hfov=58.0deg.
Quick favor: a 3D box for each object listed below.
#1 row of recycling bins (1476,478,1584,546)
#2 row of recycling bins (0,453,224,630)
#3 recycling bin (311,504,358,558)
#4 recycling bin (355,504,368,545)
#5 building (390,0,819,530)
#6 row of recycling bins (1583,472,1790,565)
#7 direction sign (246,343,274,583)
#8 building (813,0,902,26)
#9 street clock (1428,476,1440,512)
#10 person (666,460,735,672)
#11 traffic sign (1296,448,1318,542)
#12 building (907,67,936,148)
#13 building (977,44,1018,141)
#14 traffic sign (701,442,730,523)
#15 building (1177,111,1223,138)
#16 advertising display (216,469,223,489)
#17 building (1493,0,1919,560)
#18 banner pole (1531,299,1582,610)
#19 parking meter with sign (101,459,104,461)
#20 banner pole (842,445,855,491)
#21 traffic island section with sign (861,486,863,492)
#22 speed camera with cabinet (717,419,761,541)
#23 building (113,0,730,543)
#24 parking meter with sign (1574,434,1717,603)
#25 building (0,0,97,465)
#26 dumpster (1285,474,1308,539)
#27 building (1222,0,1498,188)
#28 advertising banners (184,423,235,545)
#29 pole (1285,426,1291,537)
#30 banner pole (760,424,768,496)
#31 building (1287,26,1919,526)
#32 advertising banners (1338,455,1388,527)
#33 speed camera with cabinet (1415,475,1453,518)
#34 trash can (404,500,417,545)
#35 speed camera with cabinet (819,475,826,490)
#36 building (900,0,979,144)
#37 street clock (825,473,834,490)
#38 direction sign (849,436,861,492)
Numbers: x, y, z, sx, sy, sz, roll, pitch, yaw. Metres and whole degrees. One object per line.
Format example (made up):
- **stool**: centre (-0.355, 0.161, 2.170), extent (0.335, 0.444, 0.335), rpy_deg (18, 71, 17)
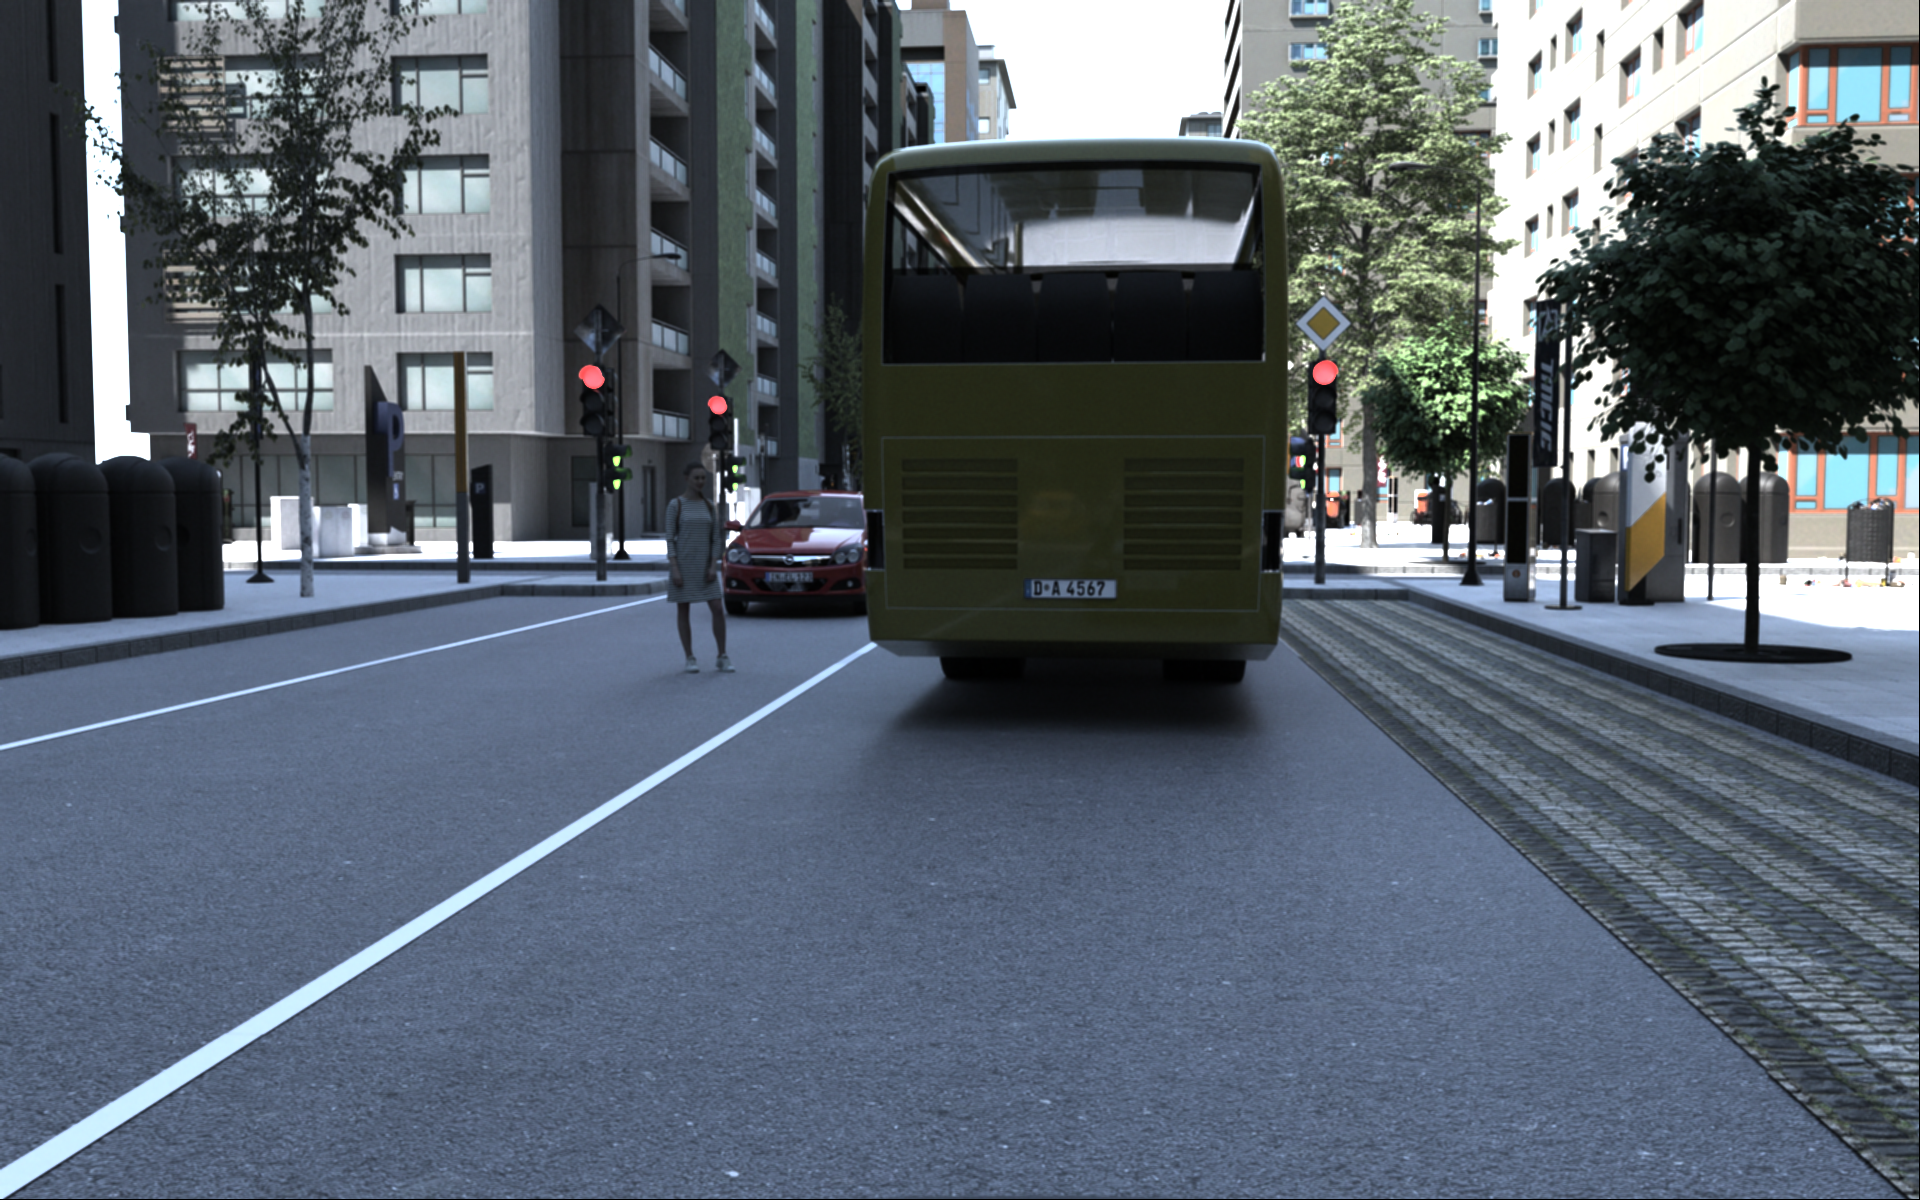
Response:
- **row of recycling bins**: centre (14.693, -2.232, 43.610), extent (3.534, 1.692, 1.069), rpy_deg (3, 4, 36)
- **row of recycling bins**: centre (-8.918, -0.657, 17.859), extent (1.069, 1.692, 3.534), rpy_deg (1, 4, 15)
- **recycling bin**: centre (-12.720, -1.369, 34.942), extent (0.722, 1.027, 0.722), rpy_deg (-3, 5, -43)
- **recycling bin**: centre (-14.687, -1.857, 42.918), extent (0.722, 1.027, 0.722), rpy_deg (-3, 4, -36)
- **building**: centre (-14.142, -23.811, 72.903), extent (14.154, 41.232, 14.086), rpy_deg (0, 4, 5)
- **row of recycling bins**: centre (13.478, -1.515, 31.875), extent (3.534, 1.692, 1.069), rpy_deg (0, 4, -2)
- **direction sign**: centre (-10.176, -2.023, 25.080), extent (0.379, 3.537, 0.876), rpy_deg (-2, 4, -31)
- **building**: centre (-10.936, -19.779, 95.089), extent (14.160, 30.474, 14.107), rpy_deg (0, 4, 5)
- **street clock**: centre (18.985, -3.966, 69.410), extent (0.471, 2.002, 0.358), rpy_deg (1, 4, 20)
- **person**: centre (-2.141, -0.274, 13.992), extent (0.512, 1.701, 0.522), rpy_deg (-2, 4, -32)
- **traffic sign**: centre (9.282, -2.803, 45.928), extent (0.768, 2.556, 0.104), rpy_deg (1, 4, 11)
- **building**: centre (-9.331, -21.111, 116.865), extent (14.160, 30.474, 14.107), rpy_deg (0, 4, 5)
- **building**: centre (-8.042, -37.939, 209.533), extent (28.713, 52.752, 27.495), rpy_deg (0, 4, 5)
- **traffic sign**: centre (-5.853, -2.530, 41.472), extent (0.768, 2.556, 0.104), rpy_deg (1, 4, 13)
- **building**: centre (43.734, -39.468, 234.540), extent (28.713, 52.752, 27.495), rpy_deg (0, 4, 5)
- **advertising display**: centre (-19.602, -2.422, 44.818), extent (0.974, 1.923, 0.123), rpy_deg (-2, 4, -27)
- **building**: centre (31.759, -12.283, 45.868), extent (28.899, 21.520, 27.650), rpy_deg (0, 4, 5)
- **banner pole**: centre (6.685, -1.802, 19.480), extent (0.401, 3.779, 0.863), rpy_deg (-1, 4, -16)
- **parking meter with sign**: centre (-43.862, -5.586, 87.586), extent (1.738, 3.016, 0.543), rpy_deg (1, 4, 13)
- **banner pole**: centre (-4.904, -5.330, 77.166), extent (0.863, 3.779, 0.401), rpy_deg (-3, 4, -39)
- **traffic island section with sign**: centre (-2.784, -2.787, 54.190), extent (1.989, 1.847, 2.006), rpy_deg (0, 4, 5)
- **speed camera with cabinet**: centre (-5.902, -3.174, 46.224), extent (0.660, 3.252, 2.038), rpy_deg (1, 4, 11)
- **building**: centre (-14.488, -22.459, 50.802), extent (14.154, 41.232, 14.086), rpy_deg (0, 4, 5)
- **parking meter with sign**: centre (8.242, -1.491, 20.647), extent (1.738, 3.016, 0.543), rpy_deg (-1, 4, -11)
- **building**: centre (-34.256, -16.828, 46.847), extent (14.107, 30.474, 14.160), rpy_deg (0, 4, 5)
- **dumpster**: centre (9.429, -2.725, 50.308), extent (1.264, 1.857, 1.865), rpy_deg (0, 4, 5)
- **building**: centre (30.905, -30.914, 129.143), extent (21.300, 48.544, 21.600), rpy_deg (0, 4, 5)
- **advertising banners**: centre (-18.821, -2.889, 43.424), extent (0.090, 3.025, 2.074), rpy_deg (1, 4, 8)
- **pole**: centre (9.690, -3.522, 51.425), extent (0.158, 3.312, 0.155), rpy_deg (0, 3, 0)
- **banner pole**: centre (-7.013, -4.406, 62.051), extent (0.401, 3.779, 0.863), rpy_deg (-2, 4, -28)
- **building**: centre (31.516, -15.070, 91.439), extent (27.650, 21.520, 28.899), rpy_deg (0, 4, 5)
- **advertising banners**: centre (15.905, -4.413, 68.346), extent (2.074, 3.025, 0.090), rpy_deg (1, 4, 22)
- **speed camera with cabinet**: centre (20.497, -4.923, 74.834), extent (2.038, 3.252, 0.660), rpy_deg (-3, 5, -41)
- **trash can**: centre (-12.658, -1.683, 39.165), extent (0.748, 1.137, 0.748), rpy_deg (0, 3, 0)
- **speed camera with cabinet**: centre (-7.247, -5.569, 85.390), extent (0.660, 3.252, 2.038), rpy_deg (1, 4, 19)
- **building**: centre (-5.704, -31.139, 159.232), extent (14.600, 45.320, 14.200), rpy_deg (0, 4, 5)
- **street clock**: centre (-4.563, -3.427, 60.602), extent (0.358, 2.002, 0.471), rpy_deg (1, 4, 12)
- **direction sign**: centre (-3.915, -4.653, 68.068), extent (0.876, 3.537, 0.379), rpy_deg (1, 4, 8)
